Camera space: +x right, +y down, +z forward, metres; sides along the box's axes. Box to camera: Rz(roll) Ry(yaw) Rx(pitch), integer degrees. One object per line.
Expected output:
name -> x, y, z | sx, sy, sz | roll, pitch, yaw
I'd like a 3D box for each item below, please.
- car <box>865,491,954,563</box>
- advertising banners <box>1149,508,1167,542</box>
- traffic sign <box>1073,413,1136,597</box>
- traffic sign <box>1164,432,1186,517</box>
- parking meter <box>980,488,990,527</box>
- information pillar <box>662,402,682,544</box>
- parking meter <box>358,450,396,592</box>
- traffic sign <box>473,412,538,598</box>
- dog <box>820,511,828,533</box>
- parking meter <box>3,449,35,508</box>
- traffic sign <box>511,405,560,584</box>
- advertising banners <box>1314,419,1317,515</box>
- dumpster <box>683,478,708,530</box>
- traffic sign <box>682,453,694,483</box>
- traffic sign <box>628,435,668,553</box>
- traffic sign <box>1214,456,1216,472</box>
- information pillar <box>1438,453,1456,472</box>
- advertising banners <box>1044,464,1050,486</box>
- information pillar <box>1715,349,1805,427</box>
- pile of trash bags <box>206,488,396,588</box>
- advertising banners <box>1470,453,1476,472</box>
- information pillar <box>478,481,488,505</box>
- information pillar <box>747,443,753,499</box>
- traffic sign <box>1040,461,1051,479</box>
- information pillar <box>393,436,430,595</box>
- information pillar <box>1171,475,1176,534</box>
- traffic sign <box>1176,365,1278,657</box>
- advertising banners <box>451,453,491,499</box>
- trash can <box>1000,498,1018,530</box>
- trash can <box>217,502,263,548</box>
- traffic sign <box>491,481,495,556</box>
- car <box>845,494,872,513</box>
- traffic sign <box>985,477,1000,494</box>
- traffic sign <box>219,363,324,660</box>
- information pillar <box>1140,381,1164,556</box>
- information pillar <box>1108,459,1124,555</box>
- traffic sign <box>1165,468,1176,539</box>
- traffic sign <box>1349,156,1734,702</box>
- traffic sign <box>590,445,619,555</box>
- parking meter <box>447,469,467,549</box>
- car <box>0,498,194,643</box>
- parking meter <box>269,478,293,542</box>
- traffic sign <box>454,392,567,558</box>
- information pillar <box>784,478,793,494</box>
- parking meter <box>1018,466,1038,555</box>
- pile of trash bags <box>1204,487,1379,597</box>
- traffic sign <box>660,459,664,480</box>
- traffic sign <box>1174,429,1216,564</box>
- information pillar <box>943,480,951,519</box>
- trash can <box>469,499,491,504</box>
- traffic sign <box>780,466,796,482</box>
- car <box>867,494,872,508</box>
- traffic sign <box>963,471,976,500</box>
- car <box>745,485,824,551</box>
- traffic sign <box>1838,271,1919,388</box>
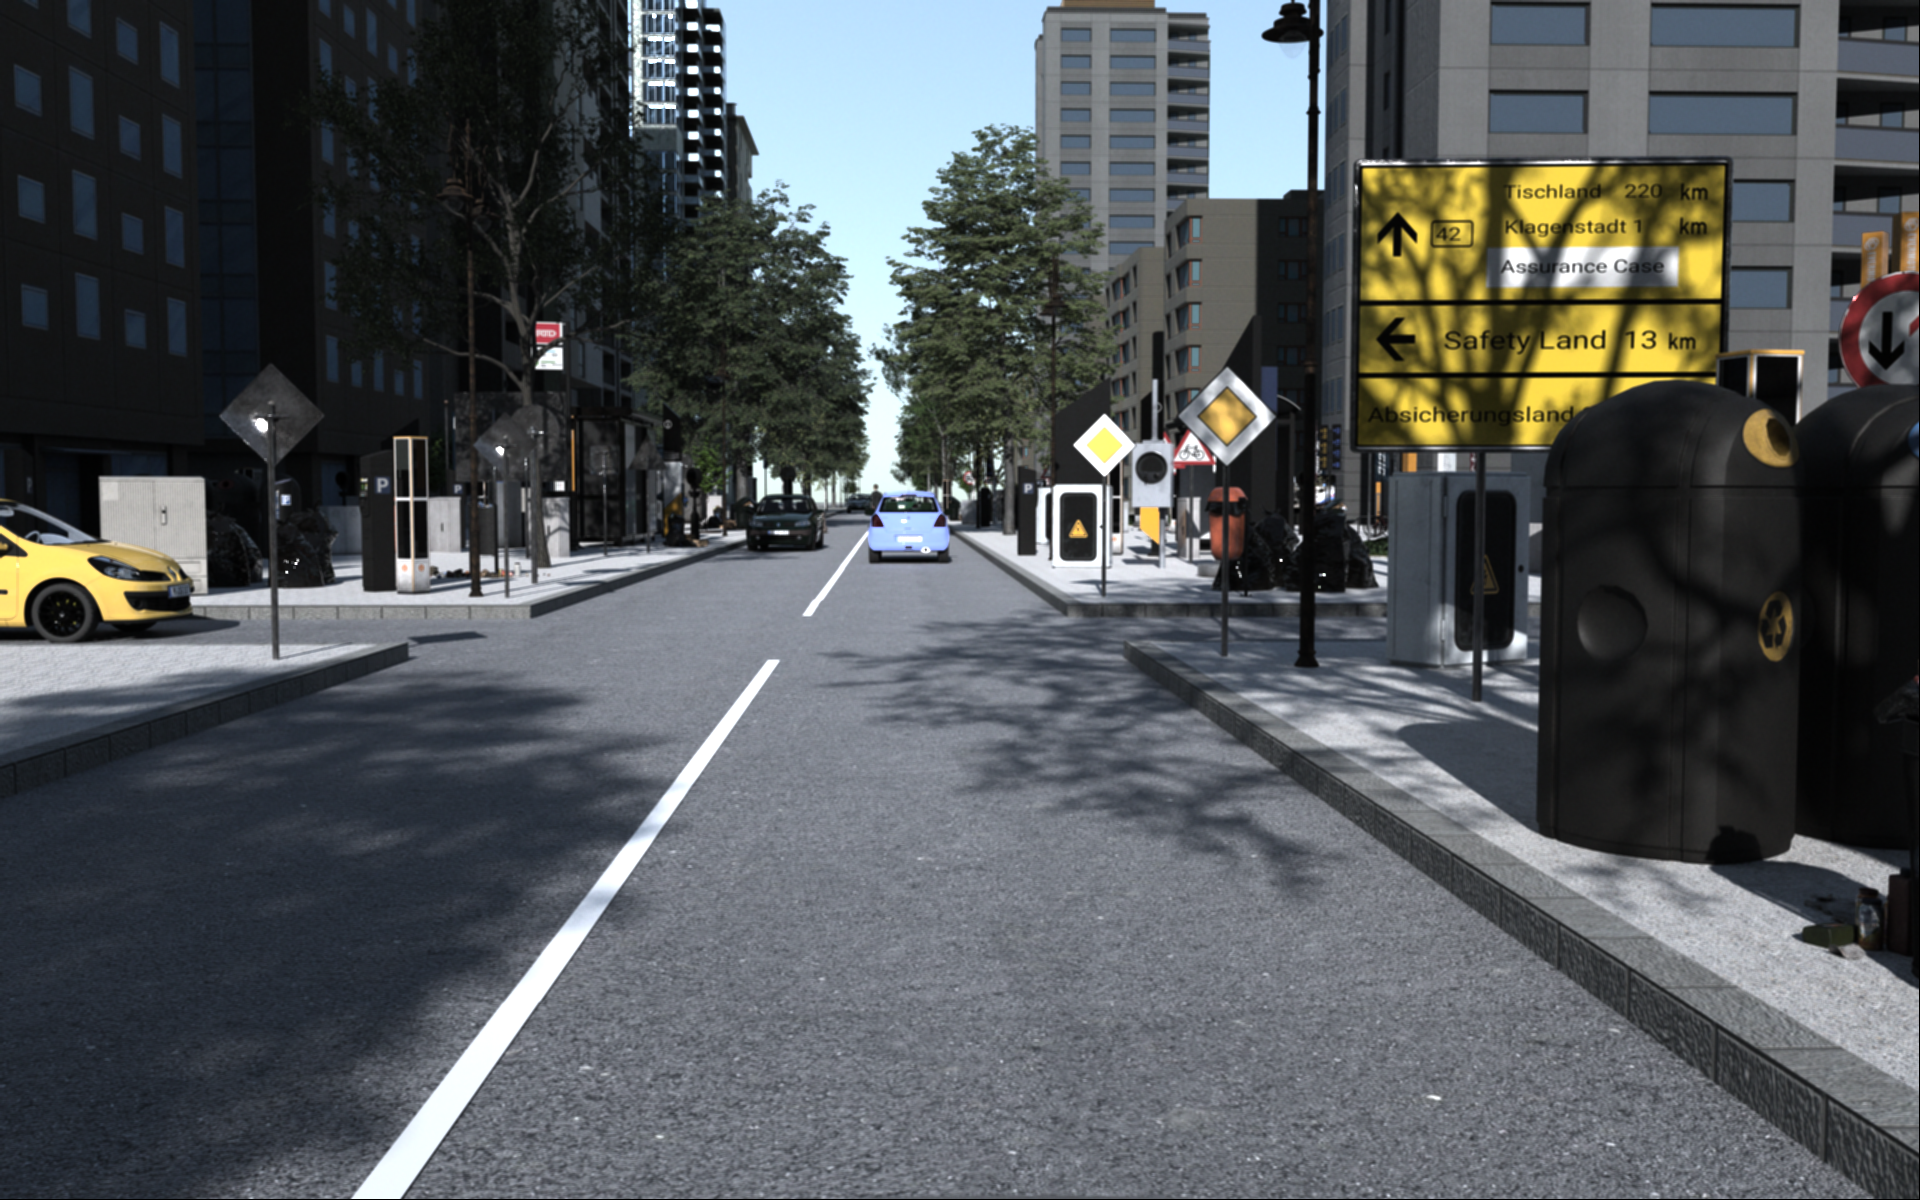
car -> -1.092, -1.688, 37.197 | 1.945, 1.707, 3.694 | 0, 4, -2
advertising banners -> 5.134, -3.019, 45.553 | 0.090, 3.025, 2.074 | -1, 4, -8
traffic sign -> 1.795, -1.098, 21.602 | 0.795, 2.450, 0.064 | 0, 4, -2
traffic sign -> 4.262, -2.212, 36.167 | 0.884, 2.594, 0.081 | 0, 4, 4
parking meter -> 0.987, -3.629, 67.749 | 0.372, 1.533, 0.369 | 0, 3, 0
information pillar -> -7.362, -3.238, 44.298 | 0.504, 3.616, 0.183 | 1, 4, 16
parking meter -> -7.674, -1.046, 22.806 | 0.255, 1.863, 0.399 | 3, 5, 42
traffic sign -> -5.595, -1.083, 21.352 | 0.795, 2.450, 0.064 | 0, 4, -2
dog -> -5.121, -2.860, 63.595 | 0.513, 0.831, 0.800 | 2, 4, 30
parking meter -> -12.320, -1.040, 22.713 | 0.255, 1.863, 0.399 | -1, 4, -11
traffic sign -> -6.087, -1.504, 24.705 | 0.768, 2.556, 0.104 | 0, 4, 5
advertising banners -> 8.150, -2.671, 39.857 | 0.090, 3.025, 2.074 | 1, 4, 15
dumpster -> -9.756, -3.457, 62.282 | 1.264, 1.857, 1.865 | 0, 4, -2
traffic sign -> -8.686, -3.304, 54.134 | 0.768, 2.556, 0.104 | 0, 4, 6
traffic sign -> -6.823, -2.315, 37.861 | 0.884, 2.594, 0.081 | 0, 4, 7
traffic sign -> 5.200, -1.922, 33.561 | 0.606, 2.300, 0.079 | 0, 4, 1
information pillar -> 7.621, -2.188, 27.122 | 0.183, 3.616, 0.504 | 3, 5, 41
advertising banners -> 4.059, -5.815, 91.268 | 0.090, 3.025, 2.074 | -3, 5, -40
information pillar -> 4.123, -0.276, 8.997 | 0.304, 2.012, 0.304 | -1, 4, -11
pile of trash bags -> -9.194, -0.895, 24.391 | 3.447, 1.369, 1.912 | 0, 4, 4
advertising banners -> 17.359, -3.740, 57.332 | 0.090, 3.025, 2.074 | -1, 4, -11
information pillar -> -10.314, -2.000, 37.198 | 0.304, 2.012, 0.304 | 0, 4, -3
information pillar -> -9.632, -5.341, 78.674 | 0.504, 3.616, 0.183 | 0, 4, -5
traffic sign -> 3.236, -3.692, 60.366 | 0.884, 2.594, 0.081 | 0, 3, 0
information pillar -> -7.029, -1.084, 22.220 | 0.304, 2.012, 0.304 | 2, 4, 28
information pillar -> 7.030, -3.164, 56.223 | 0.304, 2.012, 0.304 | 2, 4, 26
traffic sign -> 2.087, -0.610, 13.622 | 0.795, 2.450, 0.064 | 0, 4, -2
advertising banners -> -20.773, -4.772, 74.212 | 2.074, 3.025, 0.090 | 0, 4, 3
trash can -> 1.815, -3.085, 62.090 | 0.748, 1.137, 0.748 | 0, 3, 0
trash can -> -12.617, -1.145, 30.378 | 0.748, 1.137, 0.748 | 0, 3, 0
traffic sign -> -9.609, -2.179, 35.625 | 0.884, 2.594, 0.081 | 0, 4, 3
car -> -7.618, -7.290, 130.986 | 2.131, 1.459, 4.920 | 0, 4, -2
traffic sign -> 1.681, -5.571, 91.094 | 0.884, 2.594, 0.081 | 0, 4, 7
traffic sign -> -5.303, -0.595, 13.373 | 0.795, 2.450, 0.064 | 0, 4, -2
information pillar -> 3.979, -2.718, 35.799 | 0.504, 3.616, 0.183 | 0, 4, 3
information pillar -> 3.278, -1.956, 36.475 | 0.304, 2.012, 0.304 | 1, 4, 13
traffic sign -> 5.653, -2.924, 47.816 | 0.884, 2.594, 0.081 | 0, 4, 1
traffic sign -> 3.521, -1.023, 10.595 | 2.265, 3.308, 0.079 | 0, 4, 2
traffic sign -> -7.428, -2.086, 36.240 | 0.606, 2.300, 0.079 | 0, 4, -1
parking meter -> -11.855, -2.146, 40.806 | 0.399, 1.863, 0.255 | -3, 4, -37
car -> -9.828, -0.436, 17.355 | 3.980, 1.641, 2.015 | 0, 4, -2
parking meter -> -10.930, -1.192, 27.898 | 0.372, 1.533, 0.369 | 0, 3, 0
traffic sign -> -8.972, -2.489, 34.576 | 2.265, 3.308, 0.079 | 0, 4, 5
information pillar -> -7.767, -4.518, 78.358 | 0.304, 2.012, 0.304 | -2, 4, -32
parking meter -> 1.418, -1.868, 36.253 | 0.399, 1.863, 0.255 | -1, 4, -8
pile of trash bags -> 4.181, -0.808, 22.961 | 1.912, 1.369, 3.447 | 2, 4, 34
traffic sign -> -8.420, -2.945, 50.281 | 0.606, 2.300, 0.079 | 0, 4, 7
traffic sign -> 4.238, -1.941, 31.738 | 0.884, 2.594, 0.081 | 0, 4, 2
information pillar -> -0.703, -5.290, 90.979 | 0.304, 2.012, 0.304 | 2, 4, 32
trash can -> -13.919, -2.377, 50.517 | 0.748, 1.137, 0.748 | 0, 3, 0
traffic sign -> -7.834, -4.818, 78.886 | 0.768, 2.556, 0.104 | 0, 4, 5
car -> -8.828, -9.348, 162.618 | 2.009, 1.686, 4.222 | 0, 4, -4
traffic sign -> 0.557, -5.853, 95.804 | 0.768, 2.556, 0.104 | 0, 4, 6
car -> -4.499, -2.142, 44.814 | 2.009, 1.686, 4.222 | 0, 4, 0
traffic sign -> 5.414, -0.605, 10.006 | 0.768, 2.556, 0.104 | 0, 4, 1
